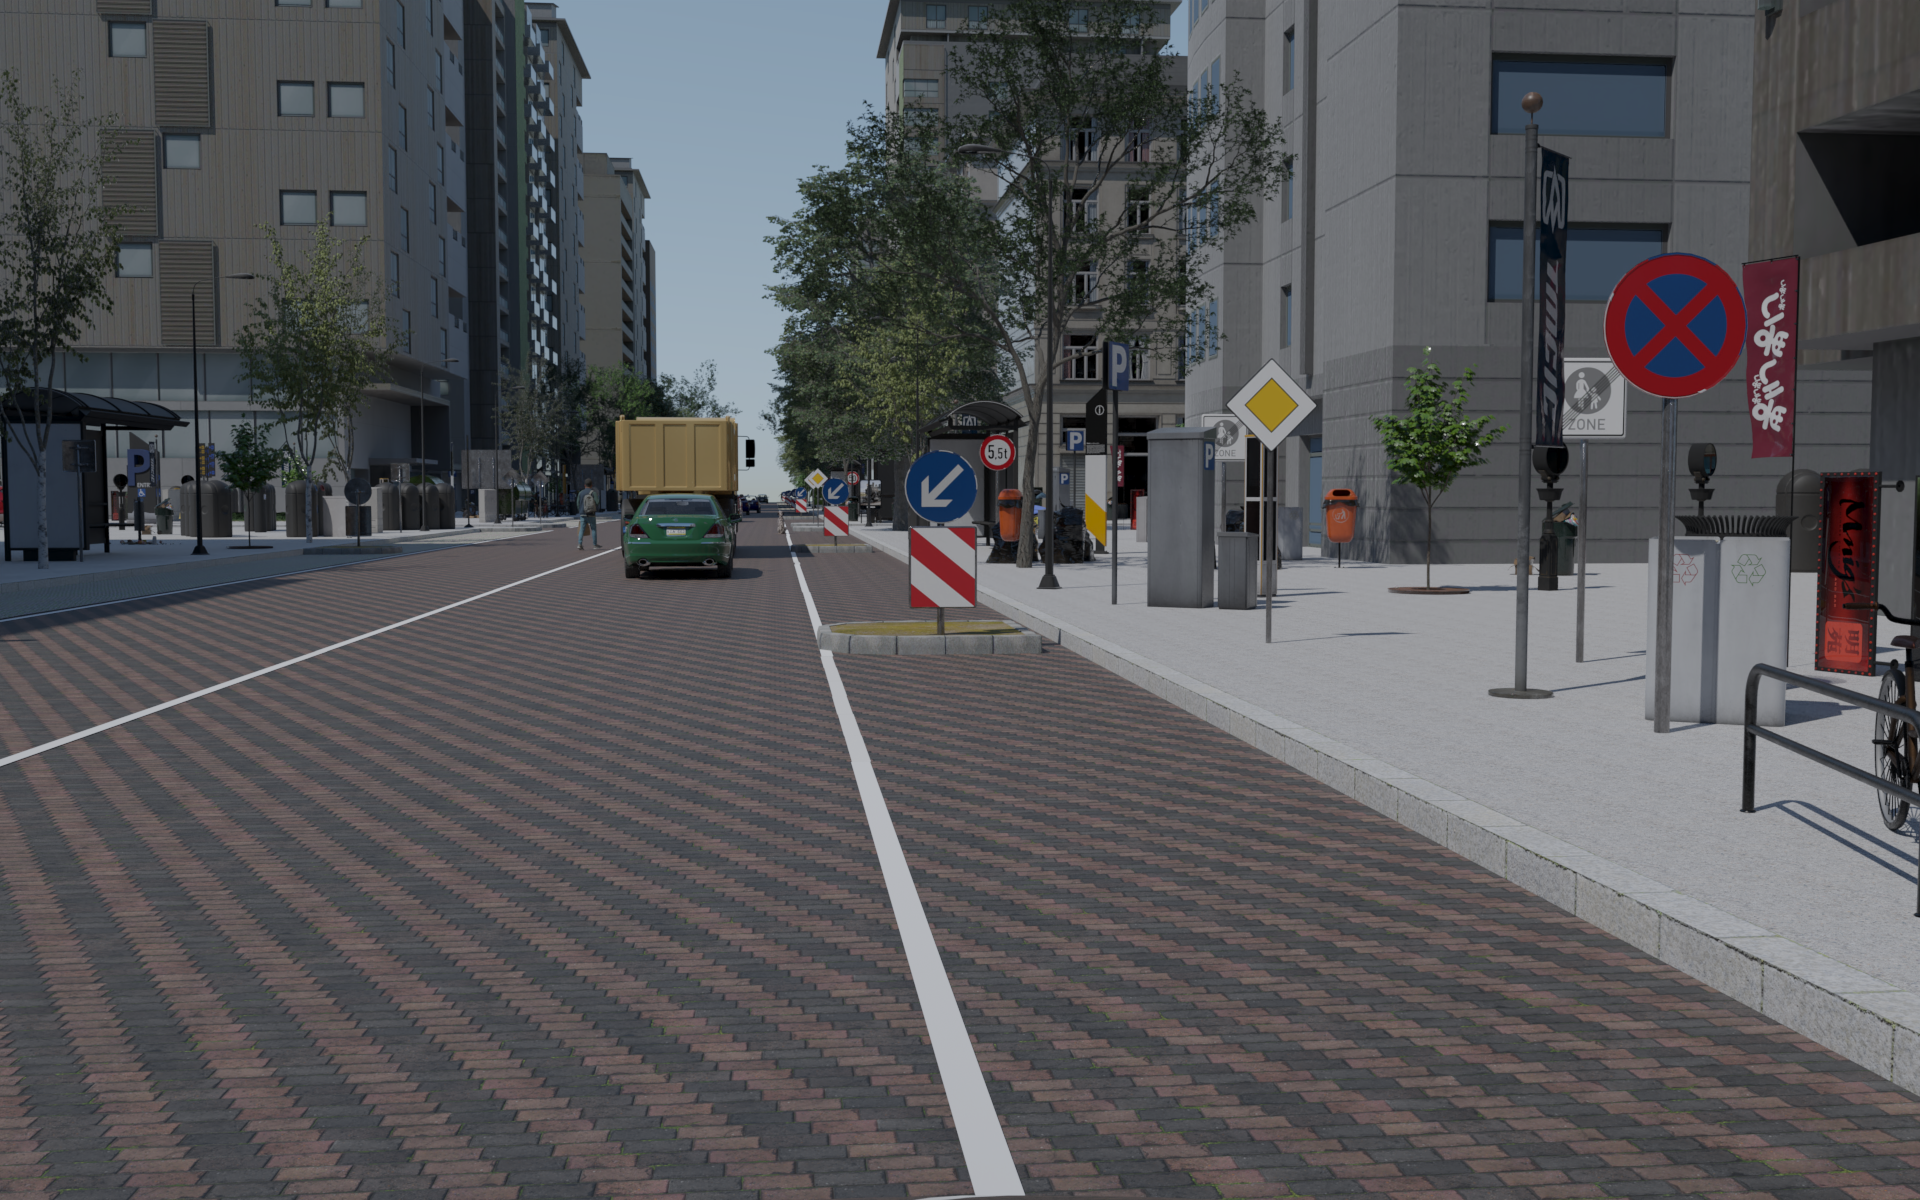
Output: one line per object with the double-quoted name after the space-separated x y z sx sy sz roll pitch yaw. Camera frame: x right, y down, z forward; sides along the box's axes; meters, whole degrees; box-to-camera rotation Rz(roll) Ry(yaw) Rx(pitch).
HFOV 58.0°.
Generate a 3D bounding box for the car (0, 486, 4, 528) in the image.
-40.162 -3.696 69.100 5.304 1.827 2.281 0 4 -7 "car"

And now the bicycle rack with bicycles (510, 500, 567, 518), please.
-22.871 -4.816 92.131 2.852 0.926 2.925 0 4 3 "bicycle rack with bicycles"

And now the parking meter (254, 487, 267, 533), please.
-23.359 -3.021 57.808 0.372 1.533 0.369 0 3 0 "parking meter"

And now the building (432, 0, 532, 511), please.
-41.020 -27.419 131.895 14.154 41.232 14.086 0 4 -6 "building"

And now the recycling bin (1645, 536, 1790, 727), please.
4.357 0.159 9.958 0.722 1.027 0.722 2 4 25 "recycling bin"

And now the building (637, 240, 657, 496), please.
-59.016 -39.405 294.382 14.600 45.320 14.200 0 4 -6 "building"

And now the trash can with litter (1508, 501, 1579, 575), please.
9.215 -0.976 27.349 1.055 1.170 0.624 1 4 20 "trash can with litter"

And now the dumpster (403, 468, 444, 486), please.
-20.082 -3.813 64.842 1.502 2.255 1.985 0 4 -6 "dumpster"

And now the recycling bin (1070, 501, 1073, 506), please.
3.884 -3.280 66.176 0.722 1.027 0.722 1 4 18 "recycling bin"

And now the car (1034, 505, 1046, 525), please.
1.990 -3.772 71.267 3.694 1.707 1.945 0 4 -7 "car"

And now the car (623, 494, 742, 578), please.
-4.983 -1.174 30.996 2.131 1.459 4.920 0 4 -7 "car"

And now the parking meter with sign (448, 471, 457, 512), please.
-35.398 -7.627 120.959 0.543 3.016 1.738 -1 4 -14 "parking meter with sign"

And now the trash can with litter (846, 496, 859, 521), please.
-5.040 -4.270 81.199 0.624 1.170 1.055 0 4 -3 "trash can with litter"

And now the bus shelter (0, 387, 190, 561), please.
-17.719 -2.541 35.477 2.014 3.302 5.546 0 4 -6 "bus shelter"

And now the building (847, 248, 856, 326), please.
-7.903 -41.352 295.709 23.786 49.044 30.456 0 4 -6 "building"

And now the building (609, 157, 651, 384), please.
-63.774 -41.803 272.720 28.713 52.752 27.495 0 4 -6 "building"

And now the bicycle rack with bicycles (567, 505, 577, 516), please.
-24.197 -5.413 101.880 2.925 0.926 2.852 -1 4 -16 "bicycle rack with bicycles"

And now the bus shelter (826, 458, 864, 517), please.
-6.677 -6.503 100.248 2.014 3.302 5.546 0 4 -6 "bus shelter"

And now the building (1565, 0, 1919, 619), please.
15.270 -14.894 15.225 14.160 30.474 14.107 0 4 -6 "building"

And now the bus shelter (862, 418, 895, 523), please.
-3.413 -6.320 80.970 2.179 5.291 8.768 0 4 -6 "bus shelter"

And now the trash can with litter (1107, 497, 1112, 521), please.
7.140 -4.418 83.626 0.624 1.170 1.055 -2 4 -34 "trash can with litter"

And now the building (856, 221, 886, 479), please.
-8.465 -35.139 258.120 14.154 41.232 14.086 0 4 -6 "building"

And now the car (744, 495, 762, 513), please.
-16.027 -7.279 131.594 1.945 1.354 3.894 0 4 -5 "car"

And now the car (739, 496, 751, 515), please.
-15.337 -6.521 119.194 1.945 1.354 3.894 0 4 -7 "car"

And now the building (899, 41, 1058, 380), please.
1.270 -29.193 160.899 14.154 41.232 14.086 0 4 -6 "building"

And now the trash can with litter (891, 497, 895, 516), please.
-2.460 -3.917 75.429 1.055 1.170 0.624 1 4 12 "trash can with litter"

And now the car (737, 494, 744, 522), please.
-12.331 -4.937 89.390 2.281 1.827 5.304 0 4 -5 "car"

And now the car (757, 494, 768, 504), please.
-29.509 -15.223 258.687 2.009 1.686 4.222 0 4 -5 "car"

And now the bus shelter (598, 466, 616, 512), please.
-25.754 -7.928 123.538 2.014 3.302 5.546 0 4 -6 "bus shelter"

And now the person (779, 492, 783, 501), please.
-30.248 -17.406 293.907 1.217 1.723 0.721 1 4 12 "person"

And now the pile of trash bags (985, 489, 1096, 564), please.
1.354 -1.364 32.058 1.912 1.369 3.447 1 4 17 "pile of trash bags"

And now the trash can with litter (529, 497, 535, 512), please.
-30.381 -6.868 123.681 1.055 1.170 0.624 -2 4 -23 "trash can with litter"

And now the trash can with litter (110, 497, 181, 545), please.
-21.033 -2.052 44.602 1.678 1.210 2.233 -2 4 -27 "trash can with litter"

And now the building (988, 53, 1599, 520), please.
17.026 -15.895 93.161 30.059 22.955 16.112 0 4 -6 "building"

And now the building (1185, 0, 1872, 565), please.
16.763 -30.749 44.753 21.231 58.520 28.212 0 4 -6 "building"

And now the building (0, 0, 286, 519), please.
-43.801 -31.130 98.215 28.713 52.752 27.495 0 4 -6 "building"

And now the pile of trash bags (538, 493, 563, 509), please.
-31.353 -7.398 130.717 3.447 1.369 1.912 0 4 2 "pile of trash bags"

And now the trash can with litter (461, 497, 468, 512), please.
-35.095 -6.831 123.079 1.055 1.170 0.624 2 4 34 "trash can with litter"

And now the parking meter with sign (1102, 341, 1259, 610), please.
2.508 -1.427 19.596 1.738 3.016 0.543 2 4 30 "parking meter with sign"

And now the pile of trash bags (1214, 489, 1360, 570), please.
5.164 -1.241 30.042 3.447 1.369 1.912 1 4 10 "pile of trash bags"

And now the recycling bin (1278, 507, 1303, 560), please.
6.298 -1.303 33.855 0.722 1.027 0.722 0 4 4 "recycling bin"

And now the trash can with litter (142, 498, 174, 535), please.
-25.365 -2.645 54.636 1.055 1.170 0.624 -1 4 -20 "trash can with litter"

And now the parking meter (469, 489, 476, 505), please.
-27.550 -5.628 97.731 0.399 1.863 0.255 -2 4 -29 "parking meter"

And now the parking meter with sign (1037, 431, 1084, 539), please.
2.762 -3.202 48.621 0.543 3.016 1.738 -2 4 -29 "parking meter with sign"

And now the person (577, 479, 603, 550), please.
-9.525 -2.185 44.209 0.794 1.824 0.713 2 4 31 "person"

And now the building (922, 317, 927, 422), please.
2.072 -16.971 142.107 10.561 19.102 19.286 0 4 -6 "building"

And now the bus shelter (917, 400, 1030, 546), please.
0.245 -2.822 40.058 2.014 3.302 5.546 0 4 -6 "bus shelter"

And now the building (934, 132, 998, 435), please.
5.492 -20.385 120.682 14.401 28.519 23.554 0 4 -6 "building"

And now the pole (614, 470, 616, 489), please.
-29.032 -9.285 145.653 0.158 3.312 0.155 0 3 0 "pole"

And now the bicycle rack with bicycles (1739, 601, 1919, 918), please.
4.081 0.445 6.107 2.852 0.926 2.925 1 4 9 "bicycle rack with bicycles"

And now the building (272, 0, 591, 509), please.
-56.112 -36.786 190.682 28.713 52.752 27.495 0 4 -6 "building"

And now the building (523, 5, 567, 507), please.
-50.078 -33.162 161.803 23.786 49.044 30.456 0 4 -6 "building"

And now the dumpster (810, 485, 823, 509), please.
-12.151 -8.957 148.932 1.502 2.255 1.985 0 4 -6 "dumpster"

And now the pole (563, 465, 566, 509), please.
-27.535 -7.750 120.560 0.158 3.312 0.155 0 3 0 "pole"

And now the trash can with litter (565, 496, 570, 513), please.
-25.989 -6.432 116.547 0.624 1.170 1.055 3 4 36 "trash can with litter"

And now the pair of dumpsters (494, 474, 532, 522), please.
-21.443 -4.886 82.384 1.574 2.255 4.437 0 4 -6 "pair of dumpsters"

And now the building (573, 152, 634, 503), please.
-58.315 -38.182 247.984 21.300 48.544 21.600 0 4 -6 "building"

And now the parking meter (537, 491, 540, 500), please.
-33.617 -7.926 137.997 0.372 1.533 0.369 0 3 0 "parking meter"

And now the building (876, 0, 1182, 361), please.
6.410 -36.252 181.966 28.713 52.752 27.495 0 4 -6 "building"
